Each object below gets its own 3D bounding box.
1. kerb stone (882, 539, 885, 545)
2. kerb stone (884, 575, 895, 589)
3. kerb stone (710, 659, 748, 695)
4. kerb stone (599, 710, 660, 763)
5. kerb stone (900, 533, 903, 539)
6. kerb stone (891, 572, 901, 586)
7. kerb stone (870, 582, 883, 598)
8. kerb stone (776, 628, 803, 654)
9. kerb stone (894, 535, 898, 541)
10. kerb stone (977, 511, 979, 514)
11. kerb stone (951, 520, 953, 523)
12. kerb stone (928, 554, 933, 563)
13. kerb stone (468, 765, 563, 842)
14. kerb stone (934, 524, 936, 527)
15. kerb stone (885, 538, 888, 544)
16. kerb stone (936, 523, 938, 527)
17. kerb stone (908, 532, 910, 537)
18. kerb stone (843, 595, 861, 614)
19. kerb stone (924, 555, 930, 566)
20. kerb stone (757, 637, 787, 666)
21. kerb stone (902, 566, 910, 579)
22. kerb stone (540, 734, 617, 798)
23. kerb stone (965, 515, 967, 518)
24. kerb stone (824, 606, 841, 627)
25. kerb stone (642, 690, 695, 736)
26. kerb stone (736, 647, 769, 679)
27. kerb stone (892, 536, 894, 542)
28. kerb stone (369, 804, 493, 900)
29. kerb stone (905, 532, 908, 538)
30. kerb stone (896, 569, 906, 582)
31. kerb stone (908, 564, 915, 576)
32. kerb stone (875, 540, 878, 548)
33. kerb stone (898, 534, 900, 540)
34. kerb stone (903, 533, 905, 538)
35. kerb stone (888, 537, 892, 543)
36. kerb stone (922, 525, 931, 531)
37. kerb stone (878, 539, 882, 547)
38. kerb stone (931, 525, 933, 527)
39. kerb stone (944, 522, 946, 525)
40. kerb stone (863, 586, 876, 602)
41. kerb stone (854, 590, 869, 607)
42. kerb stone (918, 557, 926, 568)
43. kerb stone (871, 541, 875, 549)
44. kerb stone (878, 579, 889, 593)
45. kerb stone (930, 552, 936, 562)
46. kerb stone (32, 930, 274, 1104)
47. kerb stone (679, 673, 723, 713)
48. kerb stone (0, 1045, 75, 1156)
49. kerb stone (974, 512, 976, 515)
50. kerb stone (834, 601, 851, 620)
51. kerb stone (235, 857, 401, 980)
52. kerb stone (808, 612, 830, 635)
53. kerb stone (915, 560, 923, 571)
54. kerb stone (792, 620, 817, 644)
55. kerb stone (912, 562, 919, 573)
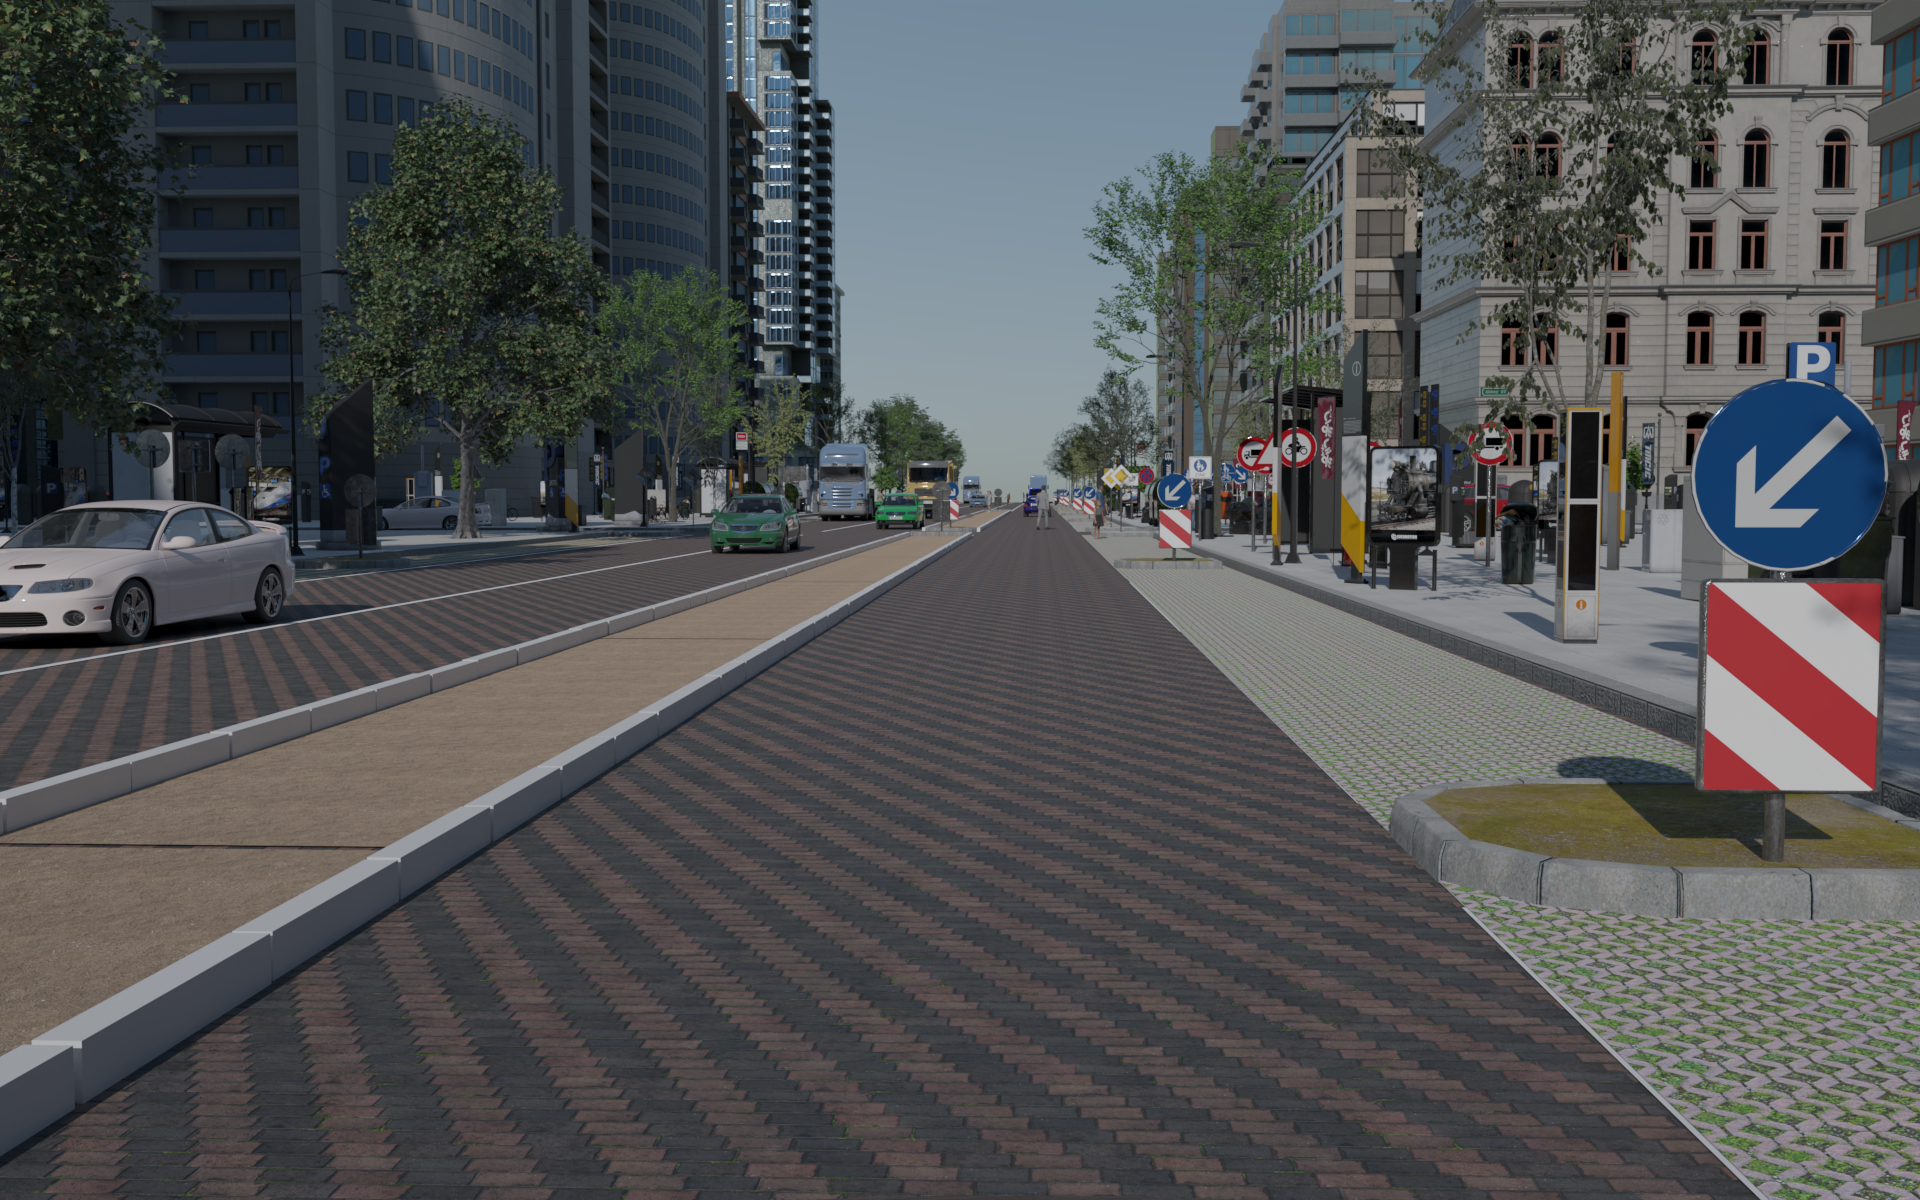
[{"bbox_3d":[-2.234,-1.559,47.692,0.120,0.150,1.000,0,4,3],"label":"kerb stone"},{"bbox_3d":[-1.117,-0.233,26.085,0.120,0.150,1.000,0,4,3],"label":"kerb stone"},{"bbox_3d":[-1.726,0.577,12.765,0.120,0.150,1.000,0,4,3],"label":"kerb stone"},{"bbox_3d":[-1.862,0.768,9.689,0.120,0.150,1.000,0,4,3],"label":"kerb stone"},{"bbox_3d":[-1.947,-1.936,53.842,0.120,0.150,1.000,0,4,3],"label":"kerb stone"},{"bbox_3d":[-1.067,-0.299,27.106,0.120,0.150,1.000,0,4,3],"label":"kerb stone"},{"bbox_3d":[-1.213,-0.112,24.029,0.120,0.150,1.000,0,4,3],"label":"kerb stone"},{"bbox_3d":[-1.584,0.389,15.832,0.120,0.150,1.000,0,4,3],"label":"kerb stone"},{"bbox_3d":[-2.043,-1.810,51.790,0.120,0.150,1.000,0,4,3],"label":"kerb stone"},{"bbox_3d":[1.024,-5.915,118.903,0.120,0.150,1.000,0,4,3],"label":"kerb stone"},{"bbox_3d":[-0.566,-3.786,84.092,0.120,0.150,1.000,0,4,3],"label":"kerb stone"},{"bbox_3d":[-0.693,-0.798,35.284,0.120,0.150,1.000,0,4,3],"label":"kerb stone"},{"bbox_3d":[-1.959,0.891,7.634,0.120,0.150,1.000,0,4,3],"label":"kerb stone"},{"bbox_3d":[-1.172,-2.968,70.765,0.120,0.150,1.000,0,4,3],"label":"kerb stone"},{"bbox_3d":[-2.188,-1.622,48.713,0.120,0.150,1.000,0,4,3],"label":"kerb stone"},{"bbox_3d":[-1.126,-3.033,71.786,0.120,0.150,1.000,0,4,3],"label":"kerb stone"},{"bbox_3d":[-1.813,-2.123,56.907,0.120,0.150,1.000,0,4,3],"label":"kerb stone"},{"bbox_3d":[-1.344,0.076,20.959,0.120,0.150,1.000,0,4,3],"label":"kerb stone"},{"bbox_3d":[-0.743,-0.738,34.263,0.120,0.150,1.000,0,4,3],"label":"kerb stone"},{"bbox_3d":[-1.634,0.452,14.809,0.120,0.150,1.000,0,4,3],"label":"kerb stone"},{"bbox_3d":[-0.974,-0.426,29.156,0.120,0.150,1.000,0,4,3],"label":"kerb stone"},{"bbox_3d":[-1.909,0.828,8.660,0.120,0.150,1.000,0,4,3],"label":"kerb stone"},{"bbox_3d":[0.181,-4.787,100.460,0.120,0.150,1.000,0,4,3],"label":"kerb stone"},{"bbox_3d":[-1.439,0.206,18.906,0.120,0.150,1.000,0,4,3],"label":"kerb stone"},{"bbox_3d":[-1.814,0.702,10.716,0.120,0.150,1.000,0,4,3],"label":"kerb stone"},{"bbox_3d":[-1.677,0.514,13.786,0.120,0.150,1.000,0,4,3],"label":"kerb stone"},{"bbox_3d":[-2.098,-1.748,50.769,0.120,0.150,1.000,0,4,3],"label":"kerb stone"},{"bbox_3d":[-2.010,0.953,6.613,0.120,0.150,1.000,0,4,3],"label":"kerb stone"},{"bbox_3d":[-1.859,-2.057,55.885,0.120,0.150,1.000,0,4,3],"label":"kerb stone"},{"bbox_3d":[-1.022,-0.361,28.128,0.120,0.150,1.000,0,4,3],"label":"kerb stone"},{"bbox_3d":[-0.926,-0.488,30.178,0.120,0.150,1.000,0,4,3],"label":"kerb stone"},{"bbox_3d":[-2.324,-1.434,45.635,0.120,0.150,1.000,0,4,3],"label":"kerb stone"},{"bbox_3d":[-1.995,-1.863,52.819,0.120,0.150,1.000,0,4,3],"label":"kerb stone"},{"bbox_3d":[-1.908,-1.997,54.864,0.120,0.150,1.000,0,4,3],"label":"kerb stone"},{"bbox_3d":[-2.140,-1.681,49.748,0.120,0.150,1.000,0,4,3],"label":"kerb stone"},{"bbox_3d":[-1.323,-2.776,67.693,0.120,0.150,1.000,0,4,3],"label":"kerb stone"},{"bbox_3d":[-2.281,-1.497,46.667,0.120,0.150,1.000,0,4,3],"label":"kerb stone"},{"bbox_3d":[-1.263,-2.845,68.715,0.120,0.150,1.000,0,4,3],"label":"kerb stone"},{"bbox_3d":[-0.846,-3.410,77.941,0.120,0.150,1.000,0,4,3],"label":"kerb stone"},{"bbox_3d":[-1.258,-0.046,23.007,0.120,0.150,1.000,0,4,3],"label":"kerb stone"},{"bbox_3d":[-1.302,0.014,21.980,0.120,0.150,1.000,0,4,3],"label":"kerb stone"},{"bbox_3d":[-0.791,-0.675,33.241,0.120,0.150,1.000,0,4,3],"label":"kerb stone"},{"bbox_3d":[-2.366,-1.368,44.614,0.120,0.150,1.000,0,4,3],"label":"kerb stone"},{"bbox_3d":[-1.164,-0.175,25.050,0.120,0.150,1.000,0,4,3],"label":"kerb stone"},{"bbox_3d":[-0.644,-0.861,36.308,0.120,0.150,1.000,0,4,3],"label":"kerb stone"},{"bbox_3d":[-2.097,1.078,4.567,0.120,0.150,1.000,0,4,3],"label":"kerb stone"},{"bbox_3d":[-1.774,0.642,11.740,0.120,0.150,1.000,0,4,3],"label":"kerb stone"},{"bbox_3d":[-2.146,1.141,3.537,0.120,0.150,1.000,0,4,3],"label":"kerb stone"},{"bbox_3d":[0.780,-5.601,113.787,0.120,0.150,1.000,0,4,3],"label":"kerb stone"},{"bbox_3d":[-1.400,0.142,19.930,0.120,0.150,1.000,0,4,3],"label":"kerb stone"},{"bbox_3d":[-2.057,1.018,5.592,0.120,0.150,1.000,0,4,3],"label":"kerb stone"},{"bbox_3d":[-1.490,0.264,17.875,0.120,0.150,1.000,0,4,3],"label":"kerb stone"},{"bbox_3d":[-0.830,-0.609,32.220,0.120,0.150,1.000,0,4,3],"label":"kerb stone"},{"bbox_3d":[-1.542,0.327,16.853,0.120,0.150,1.000,0,4,3],"label":"kerb stone"},{"bbox_3d":[-0.884,-0.544,31.199,0.120,0.150,1.000,0,4,3],"label":"kerb stone"}]
